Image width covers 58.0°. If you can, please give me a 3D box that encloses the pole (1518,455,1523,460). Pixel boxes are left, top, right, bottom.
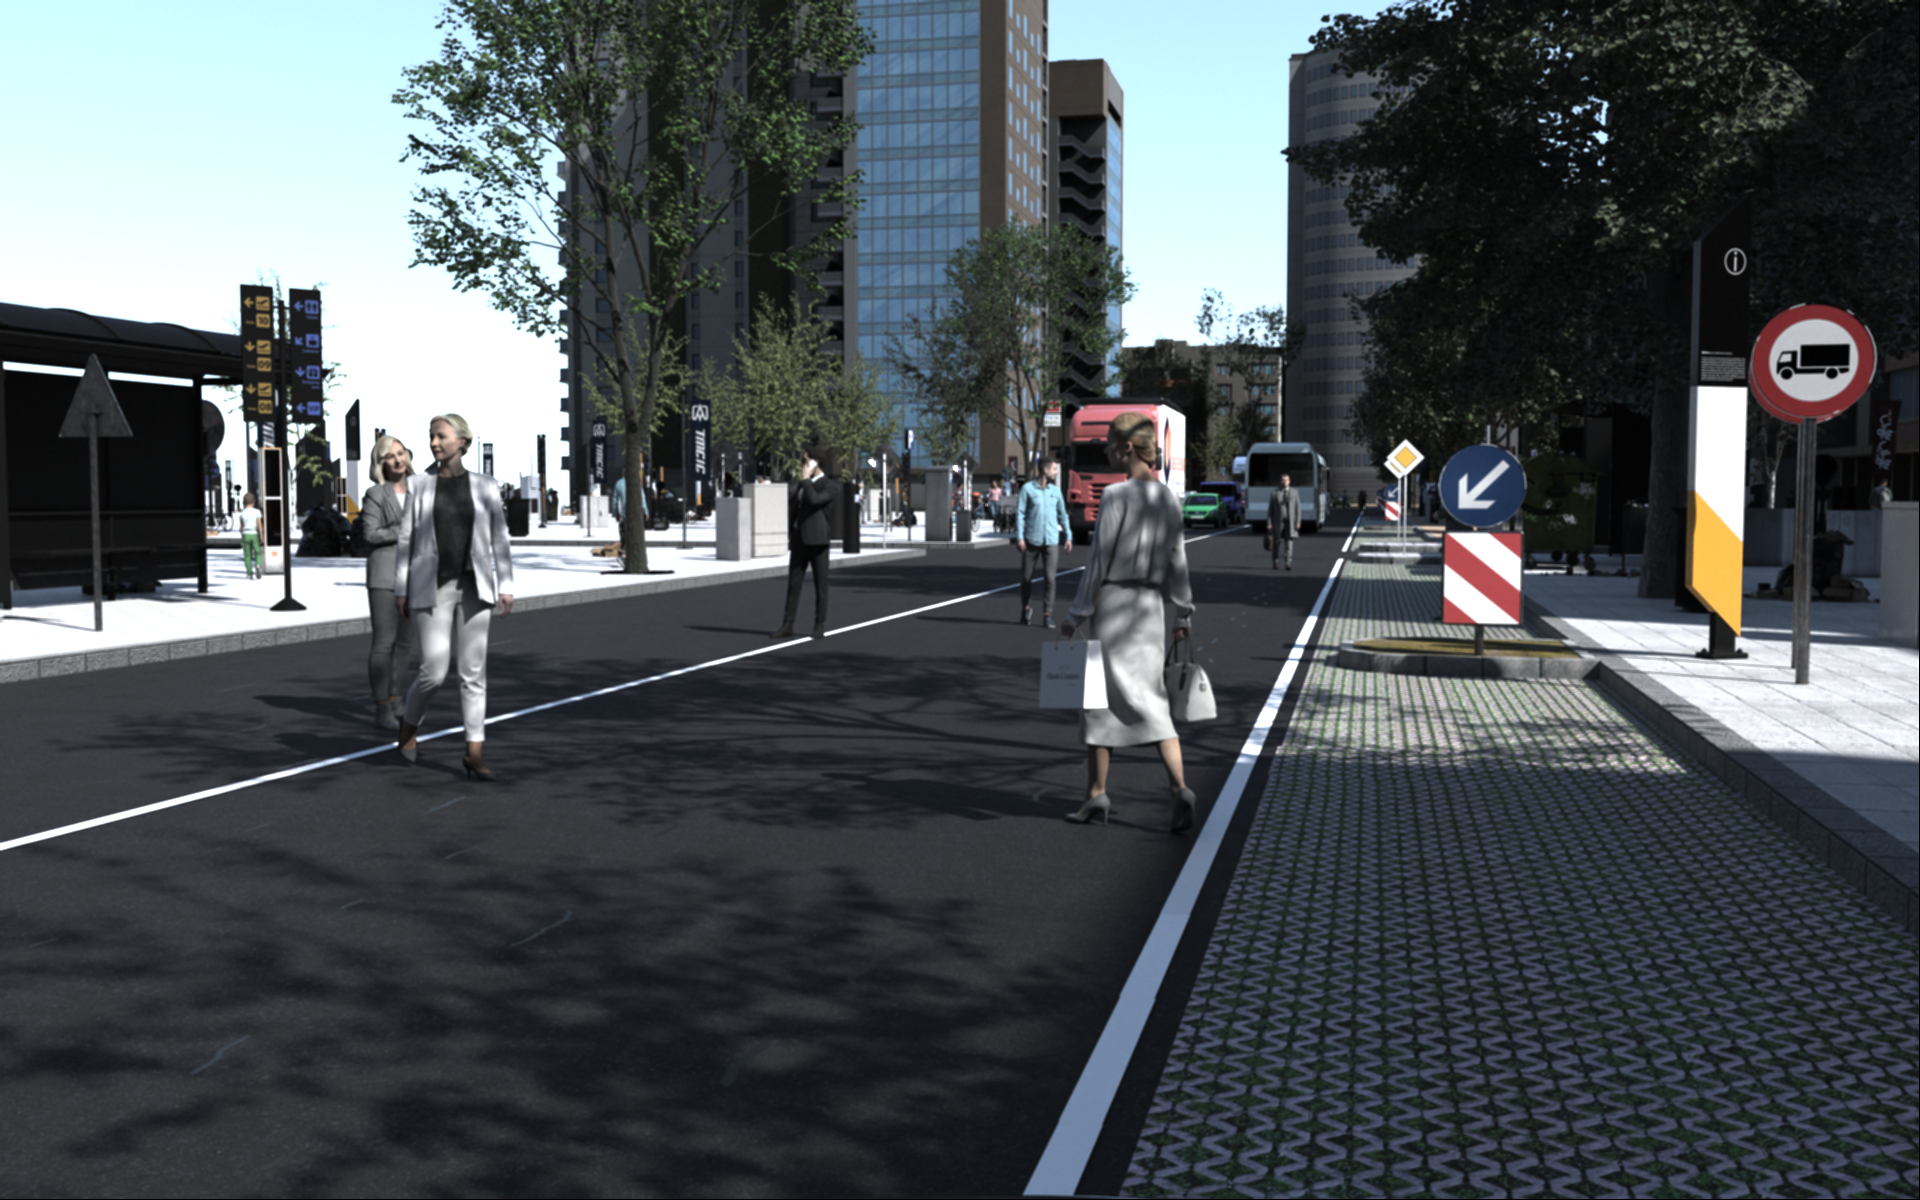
[{"bbox_3d":[28.864,-5.836,89.267,0.158,3.312,0.155,0,3,0],"label":"pole"}]

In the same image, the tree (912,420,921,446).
[{"bbox_3d":[-4.993,-8.681,92.301,4.737,8.622,4.395,0,3,0],"label":"tree"}]

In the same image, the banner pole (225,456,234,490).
[{"bbox_3d":[-46.957,-7.433,111.540,0.863,3.779,0.401,1,4,13],"label":"banner pole"}]

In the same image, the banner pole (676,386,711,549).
[{"bbox_3d":[-6.201,-3.079,40.357,0.863,3.779,0.401,0,4,-6],"label":"banner pole"}]

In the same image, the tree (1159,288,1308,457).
[{"bbox_3d":[25.094,-18.556,159.276,12.611,20.169,13.585,0,3,0],"label":"tree"}]

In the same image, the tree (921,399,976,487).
[{"bbox_3d":[-0.750,-9.739,109.596,4.737,8.622,4.395,0,3,0],"label":"tree"}]

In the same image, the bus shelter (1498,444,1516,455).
[{"bbox_3d":[21.124,-4.645,69.864,2.014,3.302,5.546,1,4,13],"label":"bus shelter"}]

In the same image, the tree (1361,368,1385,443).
[{"bbox_3d":[34.373,-13.304,127.883,12.009,13.543,11.850,0,3,0],"label":"tree"}]

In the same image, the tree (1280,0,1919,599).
[{"bbox_3d":[8.706,-7.006,21.200,9.857,13.997,8.962,0,3,0],"label":"tree"}]

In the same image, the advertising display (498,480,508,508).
[{"bbox_3d":[-21.050,-4.475,78.372,0.123,1.923,0.974,3,5,43],"label":"advertising display"}]

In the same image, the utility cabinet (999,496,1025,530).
[{"bbox_3d":[1.916,-3.098,61.817,1.020,1.237,0.306,2,4,32],"label":"utility cabinet"}]

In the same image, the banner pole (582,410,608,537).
[{"bbox_3d":[-10.852,-3.762,51.517,0.863,3.779,0.401,1,4,17],"label":"banner pole"}]

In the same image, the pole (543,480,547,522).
[{"bbox_3d":[-18.845,-5.178,78.497,0.158,3.312,0.155,0,3,0],"label":"pole"}]

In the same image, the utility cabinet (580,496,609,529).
[{"bbox_3d":[-13.566,-3.250,64.292,1.020,1.237,0.306,-2,4,-31],"label":"utility cabinet"}]

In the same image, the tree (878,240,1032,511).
[{"bbox_3d":[0.083,-6.100,50.102,4.360,8.622,3.978,0,3,0],"label":"tree"}]

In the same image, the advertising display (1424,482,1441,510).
[{"bbox_3d":[25.310,-5.355,92.772,0.123,1.923,0.974,-3,5,-45],"label":"advertising display"}]

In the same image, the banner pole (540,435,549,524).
[{"bbox_3d":[-17.629,-5.092,73.272,0.401,3.779,0.863,1,4,8],"label":"banner pole"}]

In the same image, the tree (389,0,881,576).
[{"bbox_3d":[-5.139,-6.233,27.660,9.928,11.665,9.643,0,3,0],"label":"tree"}]

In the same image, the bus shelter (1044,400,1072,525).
[{"bbox_3d":[5.239,-6.036,76.316,2.179,5.291,8.768,1,4,13],"label":"bus shelter"}]

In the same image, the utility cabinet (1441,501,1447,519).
[{"bbox_3d":[25.209,-4.924,89.192,1.173,1.500,0.318,-3,5,-43],"label":"utility cabinet"}]

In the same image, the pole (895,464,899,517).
[{"bbox_3d":[-3.533,-6.324,97.246,0.158,3.312,0.155,0,3,0],"label":"pole"}]

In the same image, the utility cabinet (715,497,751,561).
[{"bbox_3d":[-4.378,-1.365,33.474,0.306,1.237,1.020,-2,4,-33],"label":"utility cabinet"}]

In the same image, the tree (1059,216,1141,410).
[{"bbox_3d":[2.600,-8.394,63.005,9.928,11.665,9.643,0,3,0],"label":"tree"}]

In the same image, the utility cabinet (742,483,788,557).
[{"bbox_3d":[-3.964,-1.625,35.245,0.318,1.500,1.173,2,4,29],"label":"utility cabinet"}]

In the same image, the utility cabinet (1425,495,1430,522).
[{"bbox_3d":[22.101,-4.288,81.264,0.306,1.237,1.020,2,4,30],"label":"utility cabinet"}]

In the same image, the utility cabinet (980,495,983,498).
[{"bbox_3d":[1.900,-6.652,119.920,1.020,1.237,0.306,-1,4,-10],"label":"utility cabinet"}]

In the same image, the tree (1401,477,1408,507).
[{"bbox_3d":[45.931,-15.453,178.416,9.928,11.665,9.643,0,3,0],"label":"tree"}]

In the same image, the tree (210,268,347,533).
[{"bbox_3d":[-21.787,-6.466,56.089,4.737,8.622,4.395,0,3,0],"label":"tree"}]

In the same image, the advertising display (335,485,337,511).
[{"bbox_3d":[-41.634,-6.800,116.386,0.123,1.923,0.974,1,4,14],"label":"advertising display"}]

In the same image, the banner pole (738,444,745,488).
[{"bbox_3d":[-10.939,-5.920,86.815,0.401,3.779,0.863,1,4,18],"label":"banner pole"}]

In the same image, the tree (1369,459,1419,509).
[{"bbox_3d":[48.845,-16.529,188.382,7.486,12.596,7.792,0,3,0],"label":"tree"}]

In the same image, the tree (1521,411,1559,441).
[{"bbox_3d":[38.639,-9.898,112.189,4.360,8.622,3.978,0,3,0],"label":"tree"}]

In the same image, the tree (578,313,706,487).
[{"bbox_3d":[-12.607,-7.224,68.480,4.737,8.622,4.395,0,3,0],"label":"tree"}]

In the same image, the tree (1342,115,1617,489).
[{"bbox_3d":[24.496,-13.838,82.140,12.611,20.169,13.585,0,3,0],"label":"tree"}]

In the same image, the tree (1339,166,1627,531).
[{"bbox_3d":[17.291,-8.524,56.371,9.611,12.733,9.660,0,3,0],"label":"tree"}]

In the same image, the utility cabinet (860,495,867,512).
[{"bbox_3d":[-7.061,-6.970,125.125,1.020,1.237,0.306,2,4,26],"label":"utility cabinet"}]

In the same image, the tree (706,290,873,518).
[{"bbox_3d":[-6.132,-6.815,61.785,4.737,8.622,4.395,0,3,0],"label":"tree"}]

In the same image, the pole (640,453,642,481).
[{"bbox_3d":[-15.929,-5.663,86.426,0.158,3.312,0.155,0,3,0],"label":"pole"}]

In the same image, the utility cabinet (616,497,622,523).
[{"bbox_3d":[-14.781,-4.025,76.967,1.020,1.237,0.306,0,4,-6],"label":"utility cabinet"}]

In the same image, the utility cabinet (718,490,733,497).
[{"bbox_3d":[-14.189,-5.867,104.610,0.318,1.500,1.173,2,4,30],"label":"utility cabinet"}]

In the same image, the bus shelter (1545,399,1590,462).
[{"bbox_3d":[16.487,-3.306,45.341,1.731,3.624,6.357,1,4,13],"label":"bus shelter"}]

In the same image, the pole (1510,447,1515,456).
[{"bbox_3d":[23.731,-4.929,74.434,0.158,3.312,0.155,0,3,0],"label":"pole"}]

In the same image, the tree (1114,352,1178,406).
[{"bbox_3d":[9.432,-8.552,90.188,4.360,8.622,3.978,0,3,0],"label":"tree"}]

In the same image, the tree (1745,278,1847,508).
[{"bbox_3d":[27.116,-6.539,57.279,4.360,8.622,3.978,0,3,0],"label":"tree"}]

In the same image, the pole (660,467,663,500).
[{"bbox_3d":[-22.117,-8.236,128.499,0.158,3.312,0.155,0,3,0],"label":"pole"}]

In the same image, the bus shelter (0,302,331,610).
[{"bbox_3d":[-9.659,-1.579,19.737,2.014,3.302,5.546,1,4,13],"label":"bus shelter"}]

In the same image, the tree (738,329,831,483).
[{"bbox_3d":[-8.107,-7.841,78.556,4.360,8.622,3.978,0,3,0],"label":"tree"}]

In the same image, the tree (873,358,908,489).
[{"bbox_3d":[-5.517,-8.284,85.812,4.737,8.622,4.395,0,3,0],"label":"tree"}]

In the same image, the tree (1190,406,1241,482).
[{"bbox_3d":[21.420,-11.821,143.634,4.737,8.622,4.395,0,3,0],"label":"tree"}]

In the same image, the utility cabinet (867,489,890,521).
[{"bbox_3d":[-3.825,-4.516,82.508,1.173,1.500,0.318,-2,4,-29],"label":"utility cabinet"}]

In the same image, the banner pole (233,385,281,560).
[{"bbox_3d":[-13.717,-2.689,33.989,0.863,3.779,0.401,-2,4,-30],"label":"banner pole"}]

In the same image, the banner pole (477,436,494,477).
[{"bbox_3d":[-20.493,-5.178,74.677,0.863,3.779,0.401,0,4,2],"label":"banner pole"}]

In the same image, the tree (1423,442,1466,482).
[{"bbox_3d":[26.987,-8.993,97.404,4.737,8.622,4.395,0,3,0],"label":"tree"}]

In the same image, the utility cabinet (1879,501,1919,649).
[{"bbox_3d":[8.158,-0.219,14.743,0.306,1.237,1.020,1,4,11],"label":"utility cabinet"}]

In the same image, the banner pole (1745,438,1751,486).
[{"bbox_3d":[30.368,-4.743,67.572,0.863,3.779,0.401,2,4,26],"label":"banner pole"}]

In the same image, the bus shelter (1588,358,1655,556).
[{"bbox_3d":[13.229,-2.536,32.739,1.731,3.624,6.357,1,4,13],"label":"bus shelter"}]
